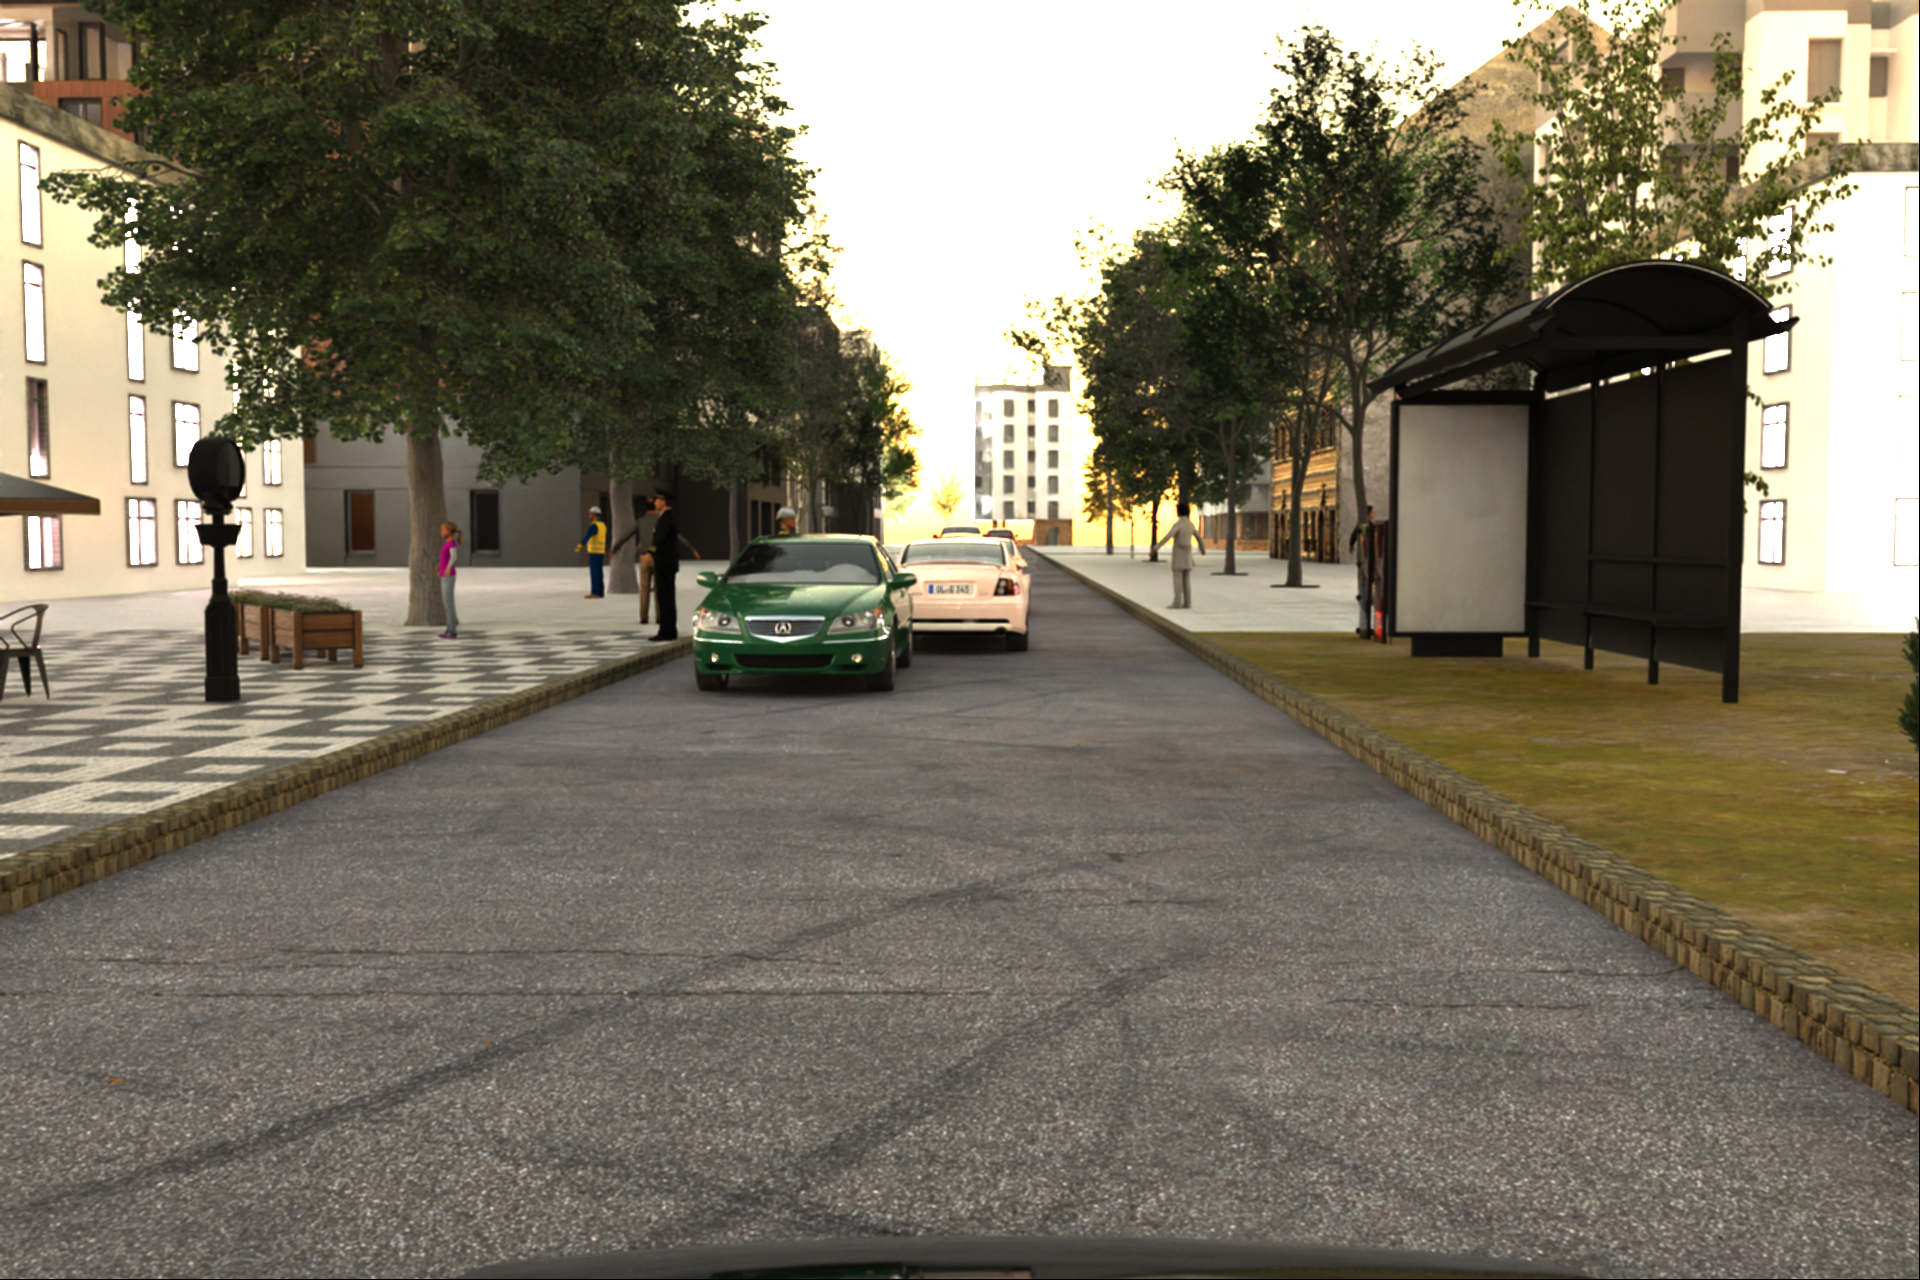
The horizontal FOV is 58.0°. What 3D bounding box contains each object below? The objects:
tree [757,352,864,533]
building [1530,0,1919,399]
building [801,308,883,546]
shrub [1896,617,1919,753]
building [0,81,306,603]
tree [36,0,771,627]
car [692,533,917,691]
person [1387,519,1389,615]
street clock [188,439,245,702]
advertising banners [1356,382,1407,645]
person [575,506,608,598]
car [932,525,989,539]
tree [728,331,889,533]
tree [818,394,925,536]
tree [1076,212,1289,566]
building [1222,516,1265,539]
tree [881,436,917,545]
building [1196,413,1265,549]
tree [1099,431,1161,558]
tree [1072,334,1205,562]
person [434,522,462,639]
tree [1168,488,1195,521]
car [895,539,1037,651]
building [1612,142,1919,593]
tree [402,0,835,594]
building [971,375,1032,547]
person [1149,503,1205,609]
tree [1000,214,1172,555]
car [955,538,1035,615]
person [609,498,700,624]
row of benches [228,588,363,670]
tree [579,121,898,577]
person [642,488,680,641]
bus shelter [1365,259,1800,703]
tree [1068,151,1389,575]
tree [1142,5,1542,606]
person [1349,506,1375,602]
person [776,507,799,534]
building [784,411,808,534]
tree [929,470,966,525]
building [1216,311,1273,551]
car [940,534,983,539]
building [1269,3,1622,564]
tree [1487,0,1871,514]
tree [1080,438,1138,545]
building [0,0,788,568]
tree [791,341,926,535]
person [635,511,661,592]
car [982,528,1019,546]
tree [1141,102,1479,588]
[{"bbox_3d":[-6.520,-7.179,67.733,4.360,8.622,3.978,0,3,0],"label":"tree"},{"bbox_3d":[27.458,-12.829,66.175,16.016,20.090,11.380,0,4,1],"label":"building"},{"bbox_3d":[-22.606,-20.033,171.507,27.936,21.610,32.646,0,4,1],"label":"building"},{"bbox_3d":[5.526,0.113,9.265,1.383,1.207,1.383,0,3,0],"label":"shrub"},{"bbox_3d":[-22.180,-6.135,42.457,9.099,9.664,28.070,0,4,1],"label":"building"},{"bbox_3d":[-7.413,-7.165,23.808,9.857,13.997,8.962,0,3,0],"label":"tree"},{"bbox_3d":[-1.462,-0.338,17.331,2.131,1.459,4.920,0,4,2],"label":"car"},{"bbox_3d":[6.921,-1.300,27.378,1.348,1.813,0.705,-3,5,-44],"label":"person"},{"bbox_3d":[-5.672,-0.532,13.264,0.358,2.002,0.471,0,4,3],"label":"street clock"},{"bbox_3d":[4.965,-1.482,20.411,0.090,3.025,2.074,0,3,0],"label":"advertising banners"},{"bbox_3d":[-7.314,-1.756,34.678,0.705,1.833,1.349,1,4,14],"label":"person"},{"bbox_3d":[0.043,-3.758,70.113,2.281,1.827,5.304,0,4,1],"label":"car"},{"bbox_3d":[-6.513,-8.612,75.221,7.601,10.594,8.767,1,4,11],"label":"tree"},{"bbox_3d":[-5.400,-10.544,106.800,7.601,10.594,8.767,-3,4,-37],"label":"tree"},{"bbox_3d":[9.018,-9.914,68.757,9.857,13.997,8.962,0,3,0],"label":"tree"},{"bbox_3d":[31.359,-19.732,179.045,16.016,20.090,11.380,0,4,1],"label":"building"},{"bbox_3d":[-8.350,-17.112,197.902,7.486,12.596,7.792,0,3,0],"label":"tree"},{"bbox_3d":[27.341,-18.647,161.296,16.016,20.090,11.380,0,4,2],"label":"building"},{"bbox_3d":[9.218,-8.595,90.897,4.737,8.622,4.395,0,3,0],"label":"tree"},{"bbox_3d":[9.162,-9.431,79.955,9.928,11.665,9.643,0,3,0],"label":"tree"},{"bbox_3d":[-6.347,-0.735,21.284,0.599,1.433,0.991,-2,4,-24],"label":"person"},{"bbox_3d":[26.064,-14.969,195.111,4.360,8.622,3.978,0,3,0],"label":"tree"},{"bbox_3d":[-0.036,-0.626,22.600,2.083,1.381,4.827,0,4,2],"label":"car"},{"bbox_3d":[23.303,-5.823,37.353,9.099,9.664,28.070,0,4,2],"label":"building"},{"bbox_3d":[-7.328,-7.964,36.867,9.857,13.997,8.962,0,3,0],"label":"tree"},{"bbox_3d":[1.650,-20.760,198.301,11.380,20.090,16.016,0,4,-2],"label":"building"},{"bbox_3d":[3.798,-1.446,29.825,1.347,1.806,0.705,-3,5,-40],"label":"person"},{"bbox_3d":[8.072,-15.274,105.622,12.611,20.169,13.585,0,3,0],"label":"tree"},{"bbox_3d":[0.363,-1.205,32.071,2.083,1.381,4.827,0,4,2],"label":"car"},{"bbox_3d":[-4.392,-1.131,24.766,1.348,1.796,0.705,0,4,8],"label":"person"},{"bbox_3d":[-7.149,-0.167,18.196,1.422,0.672,4.104,-2,4,-33],"label":"row of benches"},{"bbox_3d":[-6.978,-8.680,52.295,12.009,13.543,11.850,0,3,0],"label":"tree"},{"bbox_3d":[-3.572,-0.912,20.847,0.705,1.837,1.347,0,4,2],"label":"person"},{"bbox_3d":[5.209,-1.322,15.535,2.014,3.302,5.546,0,4,1],"label":"bus shelter"},{"bbox_3d":[8.631,-8.794,54.149,12.009,13.543,11.850,0,3,0],"label":"tree"},{"bbox_3d":[7.014,-5.908,31.014,7.601,10.594,8.767,1,4,23],"label":"tree"},{"bbox_3d":[7.643,-1.605,32.385,0.704,1.812,1.346,-1,4,-23],"label":"person"},{"bbox_3d":[-2.075,-0.784,21.741,0.721,1.772,1.216,0,4,0],"label":"person"},{"bbox_3d":[-21.039,-15.896,126.356,16.747,18.905,31.486,0,4,1],"label":"building"},{"bbox_3d":[-1.333,-14.931,194.479,4.737,8.622,4.395,0,3,0],"label":"tree"},{"bbox_3d":[26.264,-17.425,141.320,16.016,20.090,11.380,0,4,2],"label":"building"},{"bbox_3d":[0.055,-2.321,48.166,2.015,1.641,3.980,0,4,1],"label":"car"},{"bbox_3d":[25.382,-15.317,81.359,19.493,23.208,18.063,0,4,1],"label":"building"},{"bbox_3d":[8.079,-4.298,20.642,4.737,8.622,4.395,0,3,0],"label":"tree"},{"bbox_3d":[17.259,-17.111,197.885,7.486,12.596,7.792,0,3,0],"label":"tree"},{"bbox_3d":[-24.358,-14.582,82.384,27.936,21.610,32.646,0,4,2],"label":"building"},{"bbox_3d":[-5.703,-10.326,94.591,9.928,11.665,9.643,0,3,0],"label":"tree"},{"bbox_3d":[-6.736,-2.000,38.556,1.347,1.847,0.705,3,5,42],"label":"person"},{"bbox_3d":[2.455,-5.926,105.556,2.281,1.827,5.304,0,4,1],"label":"car"},{"bbox_3d":[8.221,-7.069,41.332,9.928,11.665,9.643,0,3,0],"label":"tree"}]
